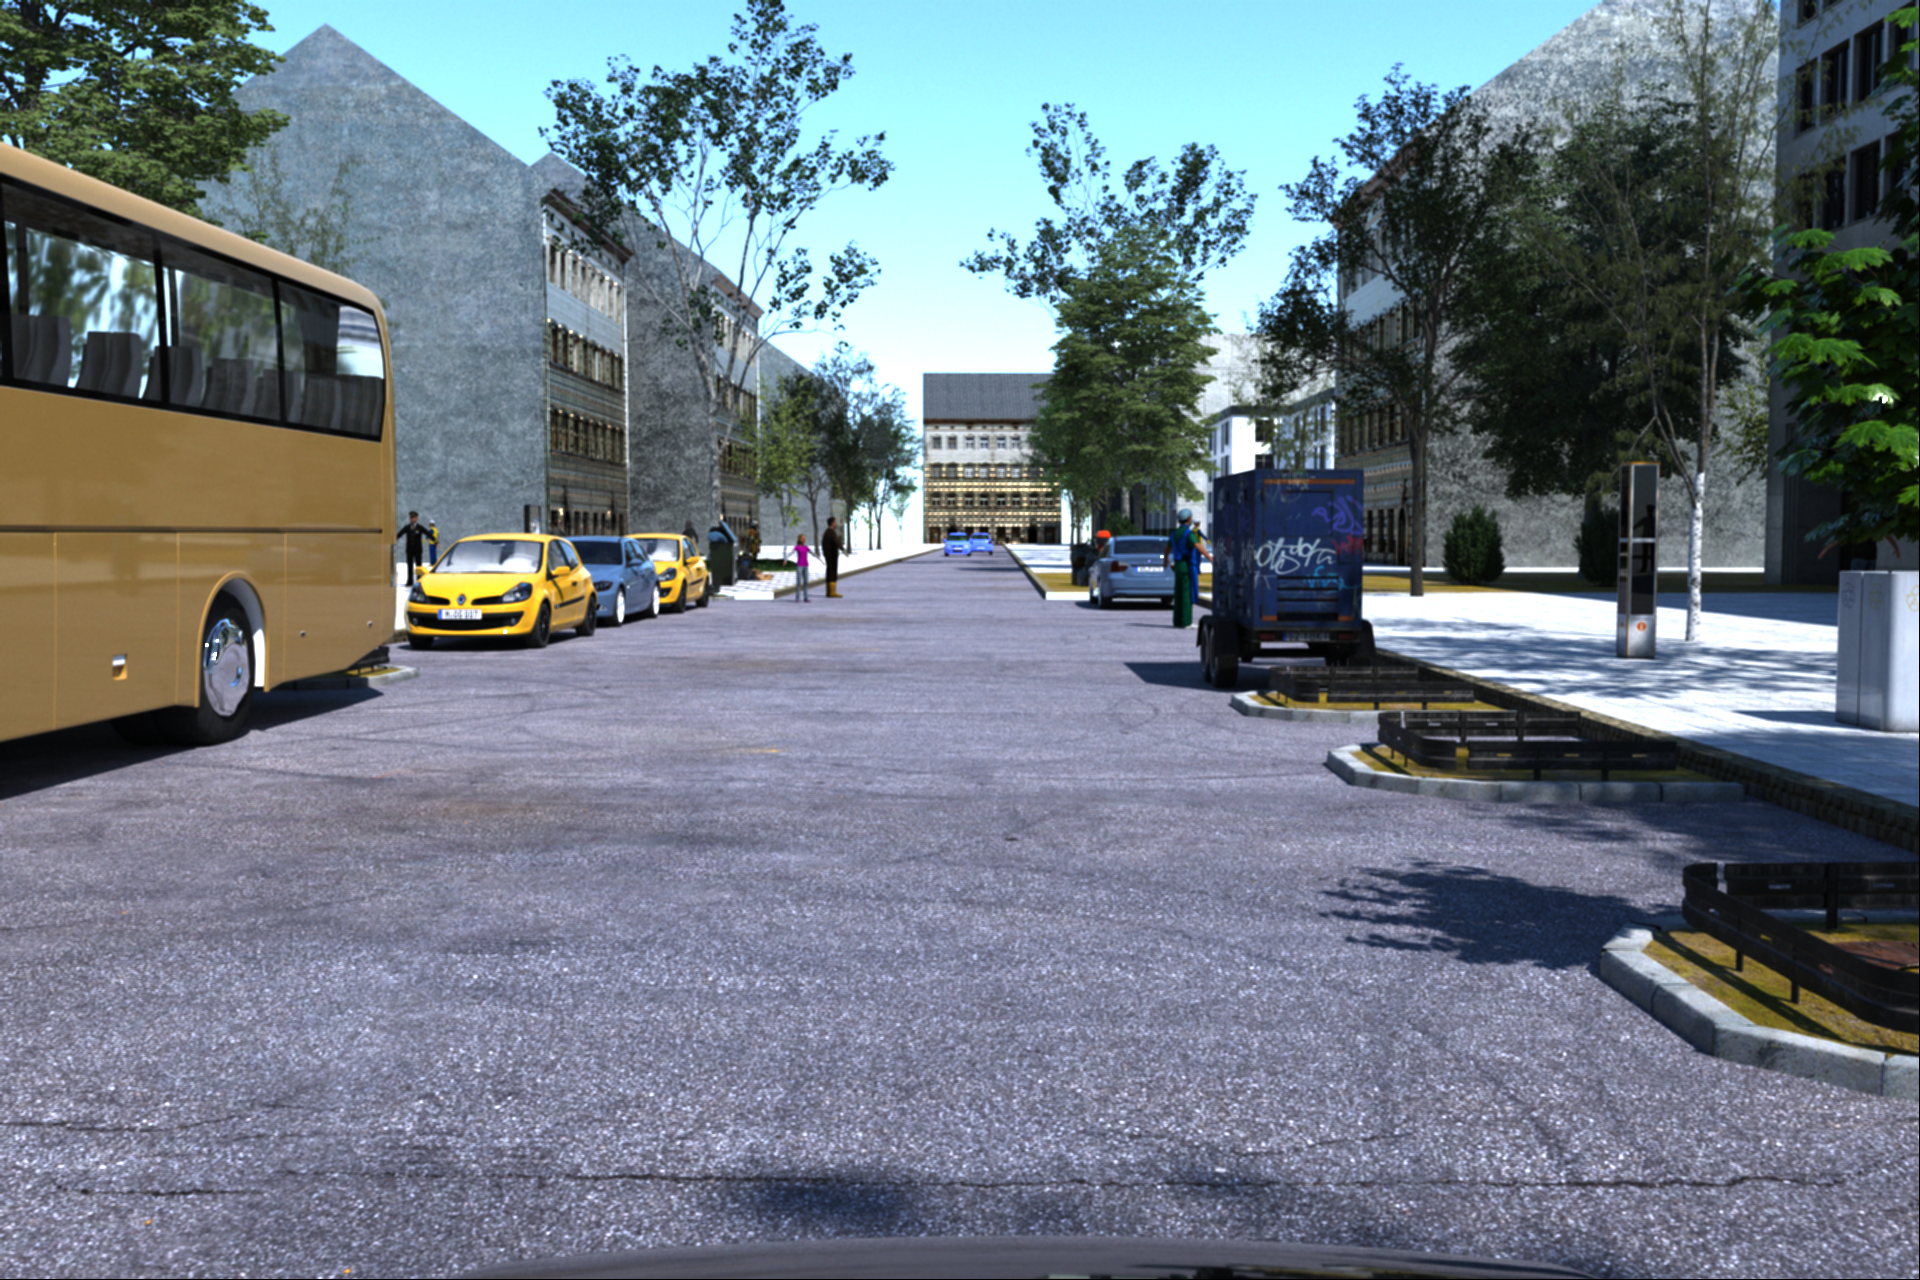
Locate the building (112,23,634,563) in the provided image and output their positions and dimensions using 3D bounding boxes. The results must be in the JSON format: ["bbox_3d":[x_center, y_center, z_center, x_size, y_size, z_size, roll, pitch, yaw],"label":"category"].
[{"bbox_3d":[-27.217,-15.486,84.129,19.493,23.208,18.063,0,4,0],"label":"building"}]

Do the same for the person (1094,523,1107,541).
[{"bbox_3d":[6.218,-4.059,73.173,1.217,1.733,0.721,0,4,6],"label":"person"}]

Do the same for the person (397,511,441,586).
[{"bbox_3d":[-13.385,-2.233,42.451,1.347,1.837,0.705,0,4,-5],"label":"person"}]

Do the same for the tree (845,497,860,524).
[{"bbox_3d":[-16.570,-19.220,232.373,7.486,12.596,7.792,0,3,0],"label":"tree"}]

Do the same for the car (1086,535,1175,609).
[{"bbox_3d":[3.537,-1.369,34.382,2.014,1.417,4.499,0,4,0],"label":"car"}]

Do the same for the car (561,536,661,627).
[{"bbox_3d":[-6.061,-0.995,28.266,2.014,1.417,4.499,0,4,1],"label":"car"}]

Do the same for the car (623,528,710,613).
[{"bbox_3d":[-5.810,-1.364,32.517,2.015,1.641,3.980,0,4,1],"label":"car"}]

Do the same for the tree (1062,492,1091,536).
[{"bbox_3d":[16.215,-17.047,229.077,4.360,8.622,3.978,0,3,0],"label":"tree"}]

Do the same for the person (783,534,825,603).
[{"bbox_3d":[-3.273,-1.501,36.271,0.991,1.433,0.599,-2,4,-34],"label":"person"}]

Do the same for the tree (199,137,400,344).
[{"bbox_3d":[-12.019,-4.985,31.866,4.360,8.622,3.978,0,3,0],"label":"tree"}]

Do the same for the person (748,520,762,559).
[{"bbox_3d":[-8.541,-4.065,72.225,0.705,1.858,1.354,1,4,8],"label":"person"}]

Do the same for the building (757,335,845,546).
[{"bbox_3d":[-22.614,-21.940,189.654,19.493,23.208,18.063,0,4,1],"label":"building"}]

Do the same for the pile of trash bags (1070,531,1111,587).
[{"bbox_3d":[3.732,-2.086,43.859,1.912,1.369,3.447,0,4,-1],"label":"pile of trash bags"}]

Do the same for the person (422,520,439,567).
[{"bbox_3d":[-20.805,-3.808,68.233,0.705,1.833,1.349,0,4,6],"label":"person"}]

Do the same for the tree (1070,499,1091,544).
[{"bbox_3d":[17.082,-17.371,234.372,4.737,8.622,4.395,0,3,0],"label":"tree"}]

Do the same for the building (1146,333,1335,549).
[{"bbox_3d":[27.064,-18.019,161.074,16.747,18.905,31.486,0,4,1],"label":"building"}]

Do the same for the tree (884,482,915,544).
[{"bbox_3d":[-7.625,-17.245,232.320,4.360,8.622,3.978,0,3,0],"label":"tree"}]

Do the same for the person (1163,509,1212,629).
[{"bbox_3d":[3.441,-1.084,26.310,0.704,1.817,1.347,-2,4,-28],"label":"person"}]

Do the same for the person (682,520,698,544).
[{"bbox_3d":[-10.179,-3.590,64.818,0.705,1.813,1.348,2,4,29],"label":"person"}]

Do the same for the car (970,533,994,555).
[{"bbox_3d":[1.401,-6.707,119.256,1.945,1.707,3.694,0,4,0],"label":"car"}]

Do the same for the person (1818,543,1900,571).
[{"bbox_3d":[13.843,-1.244,26.558,1.348,1.803,0.705,0,4,-8],"label":"person"}]

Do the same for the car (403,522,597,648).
[{"bbox_3d":[-6.026,-0.777,22.935,2.015,1.641,3.980,0,4,1],"label":"car"}]

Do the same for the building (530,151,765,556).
[{"bbox_3d":[-23.202,-17.009,109.023,19.493,23.208,18.063,0,4,2],"label":"building"}]

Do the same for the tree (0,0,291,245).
[{"bbox_3d":[-12.471,-6.416,23.028,7.486,12.596,7.792,0,3,0],"label":"tree"}]

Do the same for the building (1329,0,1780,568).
[{"bbox_3d":[27.140,-14.873,74.099,19.493,23.208,18.063,0,4,1],"label":"building"}]

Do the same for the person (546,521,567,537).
[{"bbox_3d":[-16.380,-3.900,70.038,1.348,1.796,0.705,-3,4,-38],"label":"person"}]

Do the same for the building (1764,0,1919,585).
[{"bbox_3d":[29.772,-13.631,25.028,24.374,26.755,37.873,0,4,1],"label":"building"}]

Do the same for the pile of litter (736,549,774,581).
[{"bbox_3d":[-5.771,-2.103,48.342,1.176,0.858,1.719,0,4,3],"label":"pile of litter"}]

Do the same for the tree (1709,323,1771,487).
[{"bbox_3d":[26.758,-6.508,56.768,4.737,8.622,4.395,0,3,0],"label":"tree"}]

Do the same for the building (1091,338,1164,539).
[{"bbox_3d":[28.704,-21.546,196.252,27.936,21.610,32.646,0,4,1],"label":"building"}]

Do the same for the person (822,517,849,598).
[{"bbox_3d":[-2.869,-1.868,39.138,0.704,1.812,1.346,-2,4,-27],"label":"person"}]

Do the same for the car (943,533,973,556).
[{"bbox_3d":[-0.134,-6.258,111.908,1.945,1.707,3.694,0,4,1],"label":"car"}]

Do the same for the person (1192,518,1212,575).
[{"bbox_3d":[7.492,-2.923,54.261,0.721,1.772,1.216,-2,4,-26],"label":"person"}]

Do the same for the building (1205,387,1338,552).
[{"bbox_3d":[22.227,-10.459,113.157,9.099,9.664,28.070,0,4,1],"label":"building"}]

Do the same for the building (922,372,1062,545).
[{"bbox_3d":[3.998,-24.527,234.402,18.063,23.208,19.493,0,4,-2],"label":"building"}]
